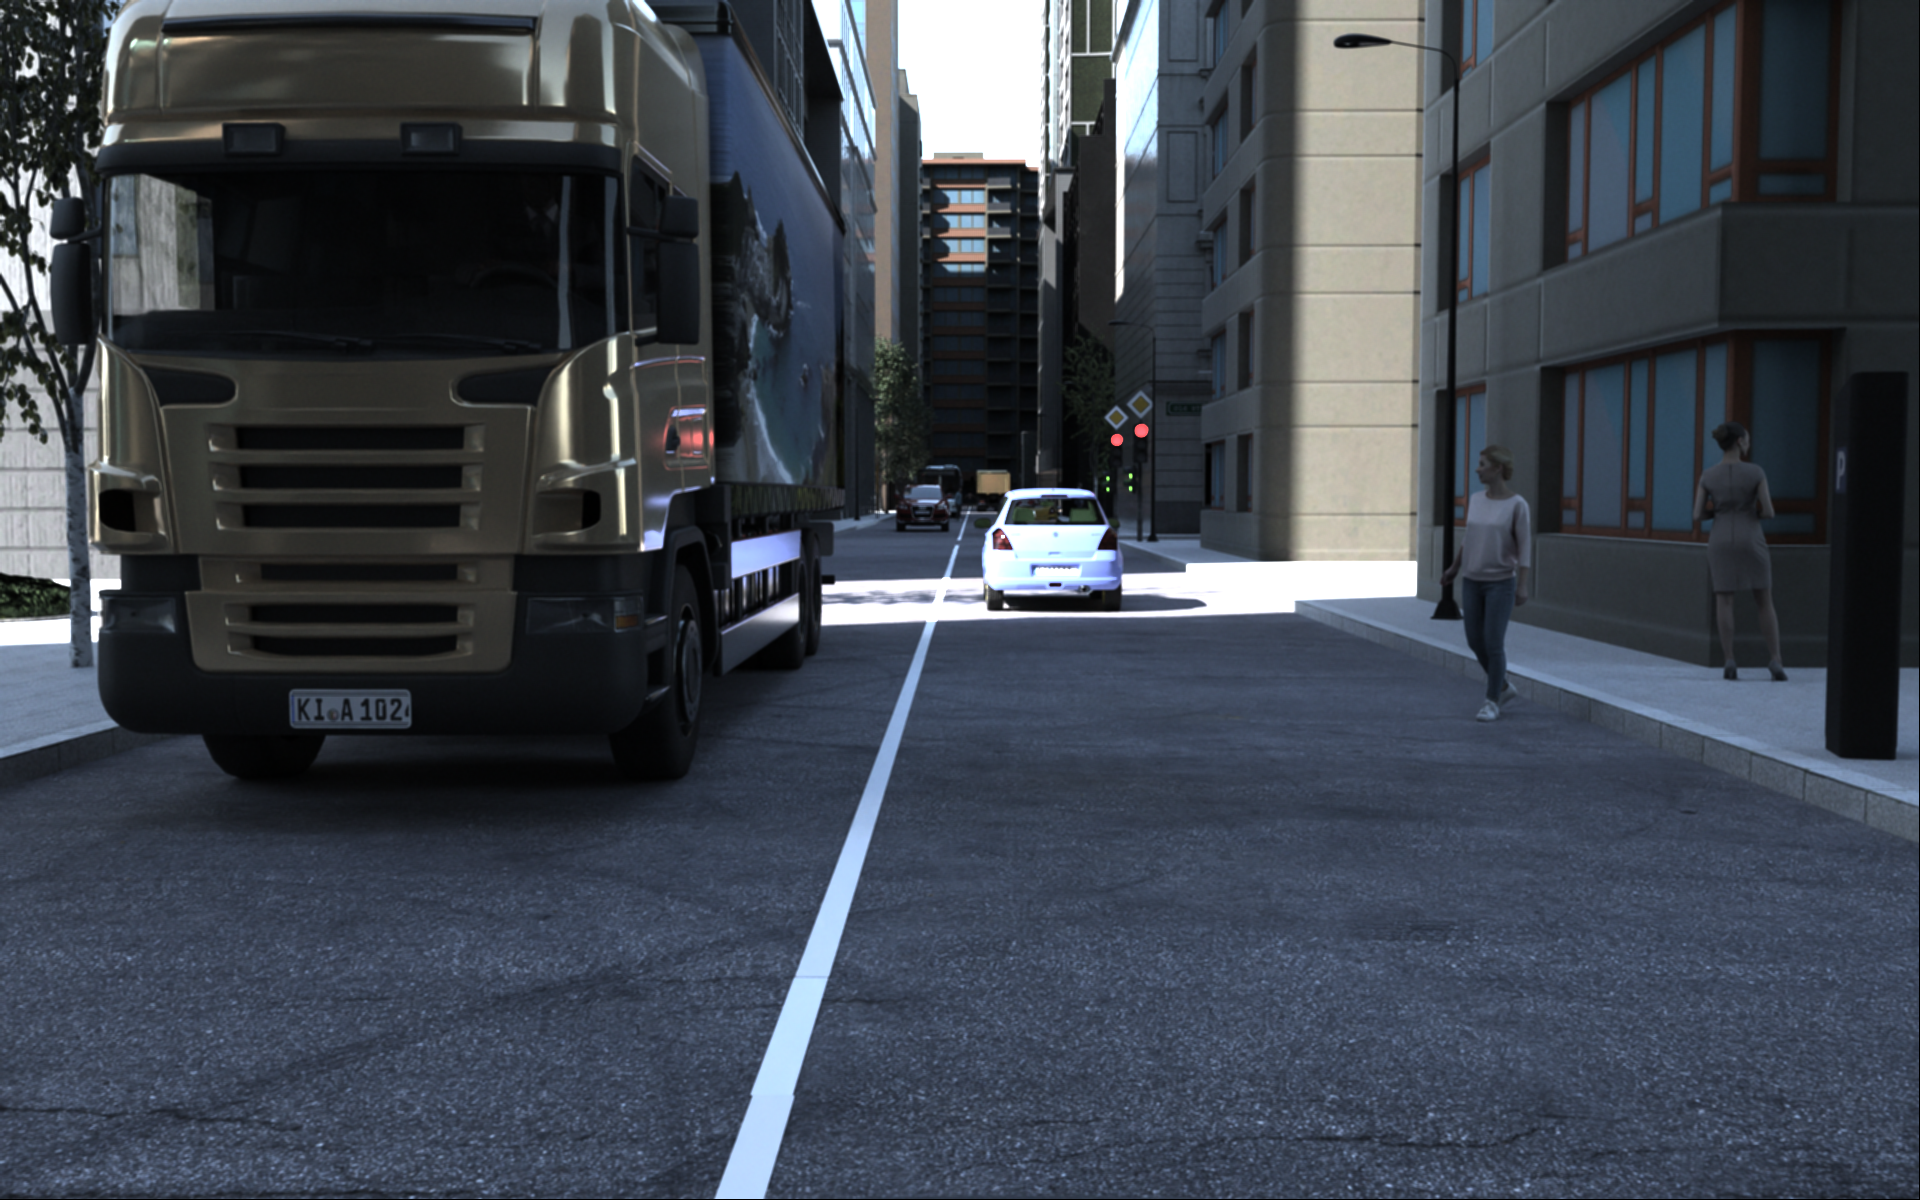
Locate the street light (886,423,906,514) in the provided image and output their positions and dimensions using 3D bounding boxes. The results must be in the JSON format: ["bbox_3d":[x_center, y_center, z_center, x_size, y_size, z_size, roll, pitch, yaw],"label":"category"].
[{"bbox_3d":[-4.251,-8.618,113.449,1.470,5.913,1.316,0,4,0],"label":"street light"}]

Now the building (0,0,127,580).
[{"bbox_3d":[-19.734,-30.100,34.143,28.212,58.520,21.231,0,4,0],"label":"building"}]

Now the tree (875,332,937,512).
[{"bbox_3d":[-5.783,-12.577,122.646,9.611,12.733,9.660,0,3,0],"label":"tree"}]

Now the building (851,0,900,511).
[{"bbox_3d":[-11.987,-29.753,136.565,14.600,45.320,14.200,0,4,0],"label":"building"}]

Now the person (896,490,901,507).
[{"bbox_3d":[-6.421,-10.467,177.911,1.217,1.736,0.721,2,4,34],"label":"person"}]

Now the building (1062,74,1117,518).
[{"bbox_3d":[11.991,-16.032,91.793,12.332,23.373,15.834,0,4,0],"label":"building"}]

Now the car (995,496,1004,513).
[{"bbox_3d":[3.042,-5.408,101.008,1.945,1.354,3.894,0,4,1],"label":"car"}]

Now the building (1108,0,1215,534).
[{"bbox_3d":[27.665,-17.458,61.859,44.131,29.872,17.030,0,4,0],"label":"building"}]

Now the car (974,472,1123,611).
[{"bbox_3d":[1.151,-0.794,22.581,1.945,1.707,3.694,0,3,0],"label":"car"}]

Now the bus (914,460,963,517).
[{"bbox_3d":[-1.220,-6.988,109.117,2.948,3.499,13.247,0,4,1],"label":"bus"}]

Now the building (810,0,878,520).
[{"bbox_3d":[-11.075,-19.643,98.663,11.434,29.767,29.804,0,4,0],"label":"building"}]

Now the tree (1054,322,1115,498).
[{"bbox_3d":[6.105,-7.627,75.060,4.737,8.622,4.395,0,3,0],"label":"tree"}]

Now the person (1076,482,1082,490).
[{"bbox_3d":[5.341,-4.358,77.482,0.419,1.800,0.721,0,4,-2],"label":"person"}]

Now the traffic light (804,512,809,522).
[{"bbox_3d":[-4.848,-4.030,54.812,0.839,4.253,0.868,0,4,0],"label":"traffic light"}]

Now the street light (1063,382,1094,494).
[{"bbox_3d":[4.989,-6.080,71.956,1.470,5.913,1.316,0,4,0],"label":"street light"}]

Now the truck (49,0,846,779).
[{"bbox_3d":[-2.479,-1.419,12.114,2.839,4.237,11.283,0,4,1],"label":"truck"}]

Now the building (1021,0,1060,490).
[{"bbox_3d":[17.571,-52.308,167.912,22.319,86.520,31.000,0,4,0],"label":"building"}]

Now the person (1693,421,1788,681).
[{"bbox_3d":[5.399,-0.341,11.957,0.599,1.781,0.374,2,4,33],"label":"person"}]

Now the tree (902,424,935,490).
[{"bbox_3d":[-4.467,-14.138,181.511,4.360,8.622,3.978,0,3,0],"label":"tree"}]

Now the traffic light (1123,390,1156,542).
[{"bbox_3d":[4.846,-3.538,46.761,0.839,4.253,0.868,0,4,0],"label":"traffic light"}]

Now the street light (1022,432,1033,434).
[{"bbox_3d":[5.312,-9.608,129.625,1.470,5.913,1.316,0,4,0],"label":"street light"}]

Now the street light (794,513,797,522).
[{"bbox_3d":[-4.669,-5.025,54.702,1.470,5.913,1.316,0,4,0],"label":"street light"}]

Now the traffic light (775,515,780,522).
[{"bbox_3d":[-4.915,-3.542,46.827,0.839,4.253,0.868,0,4,0],"label":"traffic light"}]

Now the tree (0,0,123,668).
[{"bbox_3d":[-6.742,-3.801,12.504,4.360,8.622,3.978,0,3,0],"label":"tree"}]

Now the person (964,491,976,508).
[{"bbox_3d":[1.016,-10.031,173.218,1.217,1.736,0.721,0,4,7],"label":"person"}]

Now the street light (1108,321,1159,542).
[{"bbox_3d":[4.659,-4.525,46.530,1.470,5.913,1.316,0,4,0],"label":"street light"}]

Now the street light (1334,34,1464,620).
[{"bbox_3d":[4.475,-2.760,17.659,1.470,5.913,1.316,0,4,0],"label":"street light"}]

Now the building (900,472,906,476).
[{"bbox_3d":[-17.227,-33.028,159.617,23.786,49.044,30.456,0,4,0],"label":"building"}]

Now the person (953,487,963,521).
[{"bbox_3d":[-0.116,-5.046,91.021,0.620,1.820,0.660,1,4,19],"label":"person"}]

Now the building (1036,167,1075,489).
[{"bbox_3d":[12.699,-18.079,114.652,14.314,24.678,30.058,0,4,0],"label":"building"}]

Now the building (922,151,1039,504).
[{"bbox_3d":[-0.871,-34.832,224.133,28.867,44.769,22.147,0,4,0],"label":"building"}]

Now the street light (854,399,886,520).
[{"bbox_3d":[-4.477,-6.837,84.324,1.470,5.913,1.316,0,4,0],"label":"street light"}]

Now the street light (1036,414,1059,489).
[{"bbox_3d":[5.150,-7.828,100.536,1.470,5.913,1.316,0,4,0],"label":"street light"}]

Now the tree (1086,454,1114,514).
[{"bbox_3d":[6.690,-5.323,81.630,1.663,3.219,1.824,0,3,0],"label":"tree"}]

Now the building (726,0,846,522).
[{"bbox_3d":[-12.769,-15.284,68.955,14.314,24.678,30.058,0,4,0],"label":"building"}]

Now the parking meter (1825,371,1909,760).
[{"bbox_3d":[4.444,-0.170,8.499,0.255,1.863,0.399,1,4,15],"label":"parking meter"}]

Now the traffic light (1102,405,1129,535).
[{"bbox_3d":[4.913,-4.026,54.746,0.839,4.253,0.868,0,4,0],"label":"traffic light"}]

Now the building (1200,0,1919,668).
[{"bbox_3d":[19.480,-11.095,26.444,27.650,21.520,28.899,0,4,0],"label":"building"}]

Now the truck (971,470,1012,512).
[{"bbox_3d":[2.636,-8.860,140.782,3.469,3.379,9.791,0,4,0],"label":"truck"}]

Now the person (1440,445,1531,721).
[{"bbox_3d":[3.402,-0.118,11.108,0.598,1.740,0.731,-3,5,-44],"label":"person"}]

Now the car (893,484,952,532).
[{"bbox_3d":[-1.447,-3.615,67.781,2.281,1.827,5.304,0,4,-1],"label":"car"}]

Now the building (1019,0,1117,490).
[{"bbox_3d":[17.201,-46.232,194.141,20.563,71.187,20.611,0,4,0],"label":"building"}]

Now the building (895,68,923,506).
[{"bbox_3d":[-15.075,-34.942,195.001,21.600,48.544,21.300,0,4,0],"label":"building"}]

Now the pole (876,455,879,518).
[{"bbox_3d":[-4.360,-5.961,91.305,0.158,3.312,0.155,0,3,0],"label":"pole"}]

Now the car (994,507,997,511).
[{"bbox_3d":[3.833,-8.463,150.378,2.014,1.417,4.499,0,4,0],"label":"car"}]
